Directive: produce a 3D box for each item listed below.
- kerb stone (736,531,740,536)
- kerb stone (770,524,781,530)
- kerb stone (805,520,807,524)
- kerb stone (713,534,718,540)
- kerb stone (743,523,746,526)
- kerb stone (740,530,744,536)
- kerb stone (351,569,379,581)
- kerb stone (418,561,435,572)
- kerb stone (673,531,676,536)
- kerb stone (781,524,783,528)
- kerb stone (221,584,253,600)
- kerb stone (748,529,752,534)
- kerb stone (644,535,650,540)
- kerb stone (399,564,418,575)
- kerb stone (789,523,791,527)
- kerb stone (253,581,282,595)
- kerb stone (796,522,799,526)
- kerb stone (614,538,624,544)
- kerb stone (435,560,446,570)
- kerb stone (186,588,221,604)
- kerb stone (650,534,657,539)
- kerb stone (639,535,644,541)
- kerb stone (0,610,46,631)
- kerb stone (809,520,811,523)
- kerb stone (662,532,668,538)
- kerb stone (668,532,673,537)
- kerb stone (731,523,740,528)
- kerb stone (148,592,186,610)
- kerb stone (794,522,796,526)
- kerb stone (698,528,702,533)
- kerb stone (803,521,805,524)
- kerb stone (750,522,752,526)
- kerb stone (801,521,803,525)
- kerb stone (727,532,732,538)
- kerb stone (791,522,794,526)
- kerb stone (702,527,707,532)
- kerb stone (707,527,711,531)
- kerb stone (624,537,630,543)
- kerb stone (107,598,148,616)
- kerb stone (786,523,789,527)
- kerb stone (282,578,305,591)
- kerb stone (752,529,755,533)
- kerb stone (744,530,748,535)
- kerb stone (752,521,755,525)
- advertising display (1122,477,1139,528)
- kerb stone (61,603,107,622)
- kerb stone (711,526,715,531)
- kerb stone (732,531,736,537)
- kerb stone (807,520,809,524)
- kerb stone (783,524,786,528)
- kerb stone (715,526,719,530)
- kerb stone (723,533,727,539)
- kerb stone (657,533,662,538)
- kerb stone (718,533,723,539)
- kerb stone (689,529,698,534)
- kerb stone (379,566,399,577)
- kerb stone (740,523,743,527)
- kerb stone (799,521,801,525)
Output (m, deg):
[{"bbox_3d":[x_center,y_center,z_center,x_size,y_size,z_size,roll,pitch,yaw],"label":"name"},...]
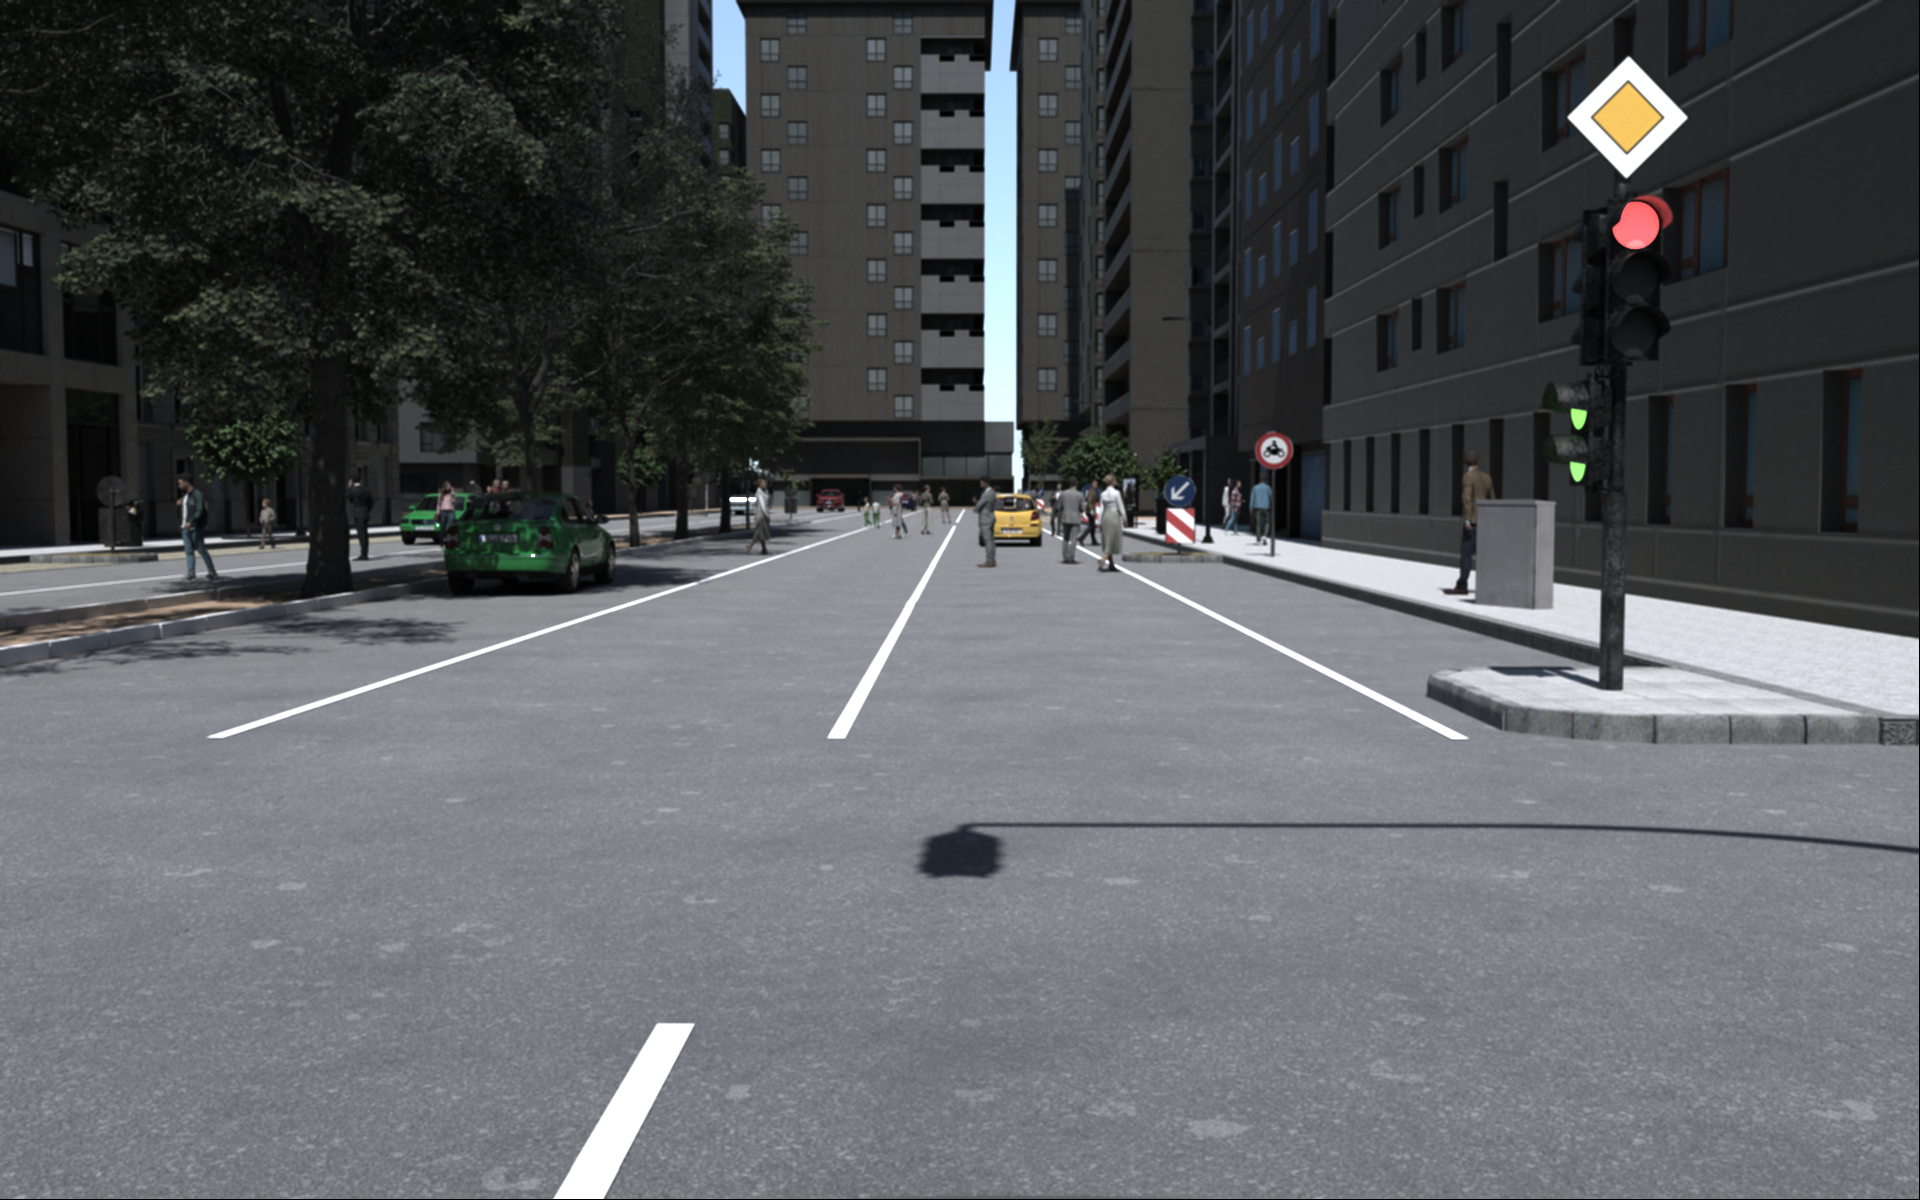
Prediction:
[{"bbox_3d":[-7.652,-2.230,58.650,0.120,0.150,1.000,0,4,0],"label":"kerb stone"},{"bbox_3d":[-7.568,-2.982,70.943,0.120,0.150,1.000,0,4,0],"label":"kerb stone"},{"bbox_3d":[-7.477,-3.673,82.251,0.120,0.150,1.000,0,4,0],"label":"kerb stone"},{"bbox_3d":[-7.693,-1.916,53.520,0.120,0.150,1.000,0,4,0],"label":"kerb stone"},{"bbox_3d":[-9.631,-3.294,76.046,0.120,0.150,1.000,0,4,0],"label":"kerb stone"},{"bbox_3d":[-7.648,-2.292,59.673,0.120,0.150,1.000,0,4,0],"label":"kerb stone"},{"bbox_3d":[-9.975,-0.406,28.913,0.120,0.150,1.000,0,4,0],"label":"kerb stone"},{"bbox_3d":[-9.963,-0.598,31.980,0.120,0.150,1.000,0,4,0],"label":"kerb stone"},{"bbox_3d":[-9.756,-2.227,58.626,0.120,0.150,1.000,0,4,0],"label":"kerb stone"},{"bbox_3d":[-7.555,-3.045,71.980,0.120,0.150,1.000,0,4,0],"label":"kerb stone"},{"bbox_3d":[-10.010,-0.097,23.783,0.120,0.150,1.000,0,4,0],"label":"kerb stone"},{"bbox_3d":[-7.633,-2.418,61.723,0.120,0.150,1.000,0,4,0],"label":"kerb stone"},{"bbox_3d":[-9.794,-1.910,53.504,0.120,0.150,1.000,0,4,0],"label":"kerb stone"},{"bbox_3d":[-9.957,-0.534,30.957,0.120,0.150,1.000,0,4,0],"label":"kerb stone"},{"bbox_3d":[-7.529,-3.231,75.063,0.120,0.150,1.000,0,4,0],"label":"kerb stone"},{"bbox_3d":[-10.007,-0.158,24.806,0.120,0.150,1.000,0,4,0],"label":"kerb stone"},{"bbox_3d":[-7.504,-3.421,78.153,0.120,0.150,1.000,0,4,0],"label":"kerb stone"},{"bbox_3d":[-9.822,-1.664,49.403,0.120,0.150,1.000,0,4,0],"label":"kerb stone"},{"bbox_3d":[-9.948,-0.661,33.002,0.120,0.150,1.000,0,4,0],"label":"kerb stone"},{"bbox_3d":[-10.030,-0.035,22.761,0.120,0.150,1.000,0,4,0],"label":"kerb stone"},{"bbox_3d":[-9.783,-1.977,54.526,0.120,0.150,1.000,0,4,0],"label":"kerb stone"},{"bbox_3d":[-9.801,-1.852,52.482,0.120,0.150,1.000,0,4,0],"label":"kerb stone"},{"bbox_3d":[-10.046,0.217,18.669,0.120,0.150,1.000,0,4,0],"label":"kerb stone"},{"bbox_3d":[-7.470,-3.796,84.296,0.120,0.150,1.000,0,4,0],"label":"kerb stone"},{"bbox_3d":[-9.771,-2.100,56.578,0.120,0.150,1.000,0,4,0],"label":"kerb stone"},{"bbox_3d":[-9.763,-2.166,57.604,0.120,0.150,1.000,0,4,0],"label":"kerb stone"},{"bbox_3d":[-9.645,-3.169,74.002,0.120,0.150,1.000,0,4,0],"label":"kerb stone"},{"bbox_3d":[-10.030,0.033,21.737,0.120,0.150,1.000,0,4,0],"label":"kerb stone"},{"bbox_3d":[-7.519,-3.356,77.131,0.120,0.150,1.000,0,4,0],"label":"kerb stone"},{"bbox_3d":[-9.713,-2.538,63.746,0.120,0.150,1.000,0,4,0],"label":"kerb stone"},{"bbox_3d":[-7.489,-3.605,81.229,0.120,0.150,1.000,0,4,0],"label":"kerb stone"},{"bbox_3d":[-9.615,-3.419,78.095,0.120,0.150,1.000,0,4,0],"label":"kerb stone"},{"bbox_3d":[-7.493,-3.546,80.197,0.120,0.150,1.000,0,4,0],"label":"kerb stone"},{"bbox_3d":[-7.673,-2.104,56.591,0.120,0.150,1.000,0,4,0],"label":"kerb stone"},{"bbox_3d":[-7.529,-3.297,76.096,0.120,0.150,1.000,0,4,0],"label":"kerb stone"},{"bbox_3d":[-9.709,-2.604,64.773,0.120,0.150,1.000,0,4,0],"label":"kerb stone"},{"bbox_3d":[-9.707,-2.667,65.796,0.120,0.150,1.000,0,4,0],"label":"kerb stone"},{"bbox_3d":[-9.814,-1.723,50.425,0.120,0.150,1.000,0,4,0],"label":"kerb stone"},{"bbox_3d":[-10.037,0.092,20.715,0.120,0.150,1.000,0,4,0],"label":"kerb stone"},{"bbox_3d":[-7.544,-3.170,74.031,0.120,0.150,1.000,0,4,0],"label":"kerb stone"},{"bbox_3d":[-10.001,-0.222,25.833,0.120,0.150,1.000,0,4,0],"label":"kerb stone"},{"bbox_3d":[-7.630,-2.475,62.746,0.120,0.150,1.000,0,4,0],"label":"kerb stone"},{"bbox_3d":[-7.645,-2.351,60.701,0.120,0.150,1.000,0,4,0],"label":"kerb stone"},{"bbox_3d":[-9.605,-3.482,79.126,0.120,0.150,1.000,0,4,0],"label":"kerb stone"},{"bbox_3d":[6.457,-3.696,65.640,0.123,1.923,0.974,-2,4,-27],"label":"advertising display"},{"bbox_3d":[-10.039,0.153,19.692,0.120,0.150,1.000,0,4,0],"label":"kerb stone"},{"bbox_3d":[-9.689,-2.730,66.824,0.120,0.150,1.000,0,4,0],"label":"kerb stone"},{"bbox_3d":[-7.667,-2.163,57.614,0.120,0.150,1.000,0,4,0],"label":"kerb stone"},{"bbox_3d":[-7.465,-3.734,83.274,0.120,0.150,1.000,0,4,0],"label":"kerb stone"},{"bbox_3d":[-7.548,-3.106,73.002,0.120,0.150,1.000,0,4,0],"label":"kerb stone"},{"bbox_3d":[-9.692,-2.793,67.854,0.120,0.150,1.000,0,4,0],"label":"kerb stone"},{"bbox_3d":[-7.677,-2.041,55.568,0.120,0.150,1.000,0,4,0],"label":"kerb stone"},{"bbox_3d":[-9.786,-2.040,55.549,0.120,0.150,1.000,0,4,0],"label":"kerb stone"},{"bbox_3d":[-7.689,-1.979,54.545,0.120,0.150,1.000,0,4,0],"label":"kerb stone"},{"bbox_3d":[-9.726,-2.479,62.723,0.120,0.150,1.000,0,4,0],"label":"kerb stone"},{"bbox_3d":[-9.970,-0.471,29.935,0.120,0.150,1.000,0,4,0],"label":"kerb stone"},{"bbox_3d":[-9.637,-3.227,75.024,0.120,0.150,1.000,0,4,0],"label":"kerb stone"},{"bbox_3d":[-7.501,-3.485,79.175,0.120,0.150,1.000,0,4,0],"label":"kerb stone"}]
